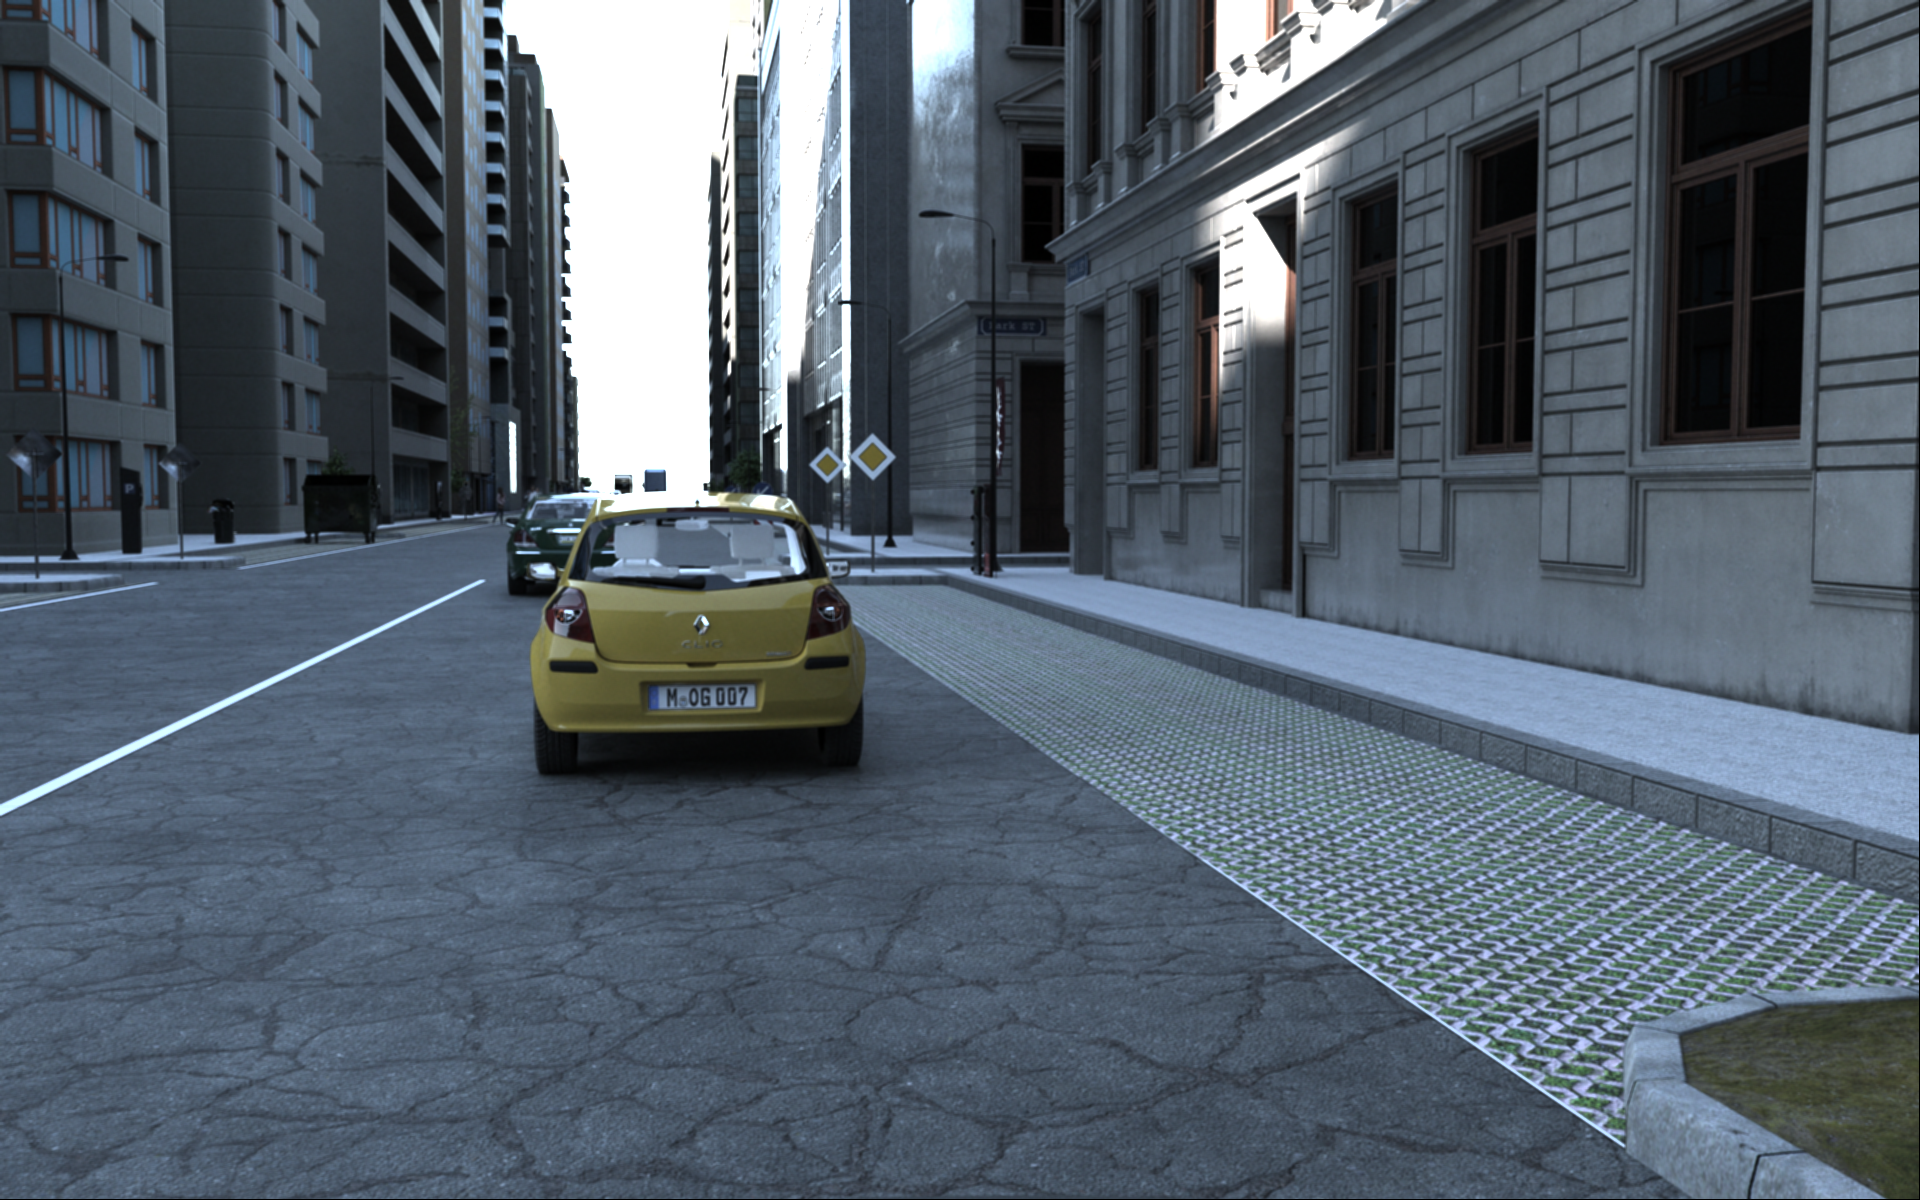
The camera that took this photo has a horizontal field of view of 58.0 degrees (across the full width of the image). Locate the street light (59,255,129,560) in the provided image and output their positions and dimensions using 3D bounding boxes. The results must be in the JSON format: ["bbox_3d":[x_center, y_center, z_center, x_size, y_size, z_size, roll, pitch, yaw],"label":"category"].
[{"bbox_3d":[-16.819,-3.738,33.654,1.470,5.913,1.316,-1,4,-10],"label":"street light"}]

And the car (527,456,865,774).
[{"bbox_3d":[-1.601,-0.011,10.400,2.015,1.641,3.980,-1,4,-10],"label":"car"}]

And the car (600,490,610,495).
[{"bbox_3d":[-34.870,-9.688,167.065,2.281,1.827,5.304,-1,4,-11],"label":"car"}]

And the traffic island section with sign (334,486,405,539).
[{"bbox_3d":[-19.149,-2.916,56.310,1.989,1.847,2.006,-1,4,-10],"label":"traffic island section with sign"}]

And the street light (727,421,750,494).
[{"bbox_3d":[-13.961,-8.416,110.144,1.470,5.913,1.316,-1,4,-10],"label":"street light"}]

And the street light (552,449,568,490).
[{"bbox_3d":[-41.384,-12.574,178.128,1.470,5.913,1.316,-1,4,-10],"label":"street light"}]

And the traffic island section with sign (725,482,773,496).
[{"bbox_3d":[-6.668,-2.977,57.294,1.989,1.847,2.006,-1,4,-10],"label":"traffic island section with sign"}]

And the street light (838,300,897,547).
[{"bbox_3d":[-2.227,-4.225,41.624,1.470,5.913,1.316,-1,4,-10],"label":"street light"}]

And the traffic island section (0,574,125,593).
[{"bbox_3d":[-14.017,-0.244,26.274,2.009,0.180,2.903,-1,4,-10],"label":"traffic island section"}]

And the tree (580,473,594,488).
[{"bbox_3d":[-57.549,-17.172,264.471,4.285,4.588,4.351,0,3,0],"label":"tree"}]

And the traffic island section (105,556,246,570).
[{"bbox_3d":[-15.359,-0.726,34.146,2.009,0.180,2.903,-1,4,-10],"label":"traffic island section"}]

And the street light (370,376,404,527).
[{"bbox_3d":[-22.639,-5.863,68.407,1.470,5.913,1.316,-1,4,-10],"label":"street light"}]

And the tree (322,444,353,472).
[{"bbox_3d":[-24.539,-4.481,67.867,1.663,3.219,1.824,0,3,0],"label":"tree"}]

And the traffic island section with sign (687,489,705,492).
[{"bbox_3d":[-24.272,-9.291,160.541,1.989,1.847,2.006,-1,4,-10],"label":"traffic island section with sign"}]

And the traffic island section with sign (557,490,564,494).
[{"bbox_3d":[-36.723,-9.219,159.360,1.989,1.847,2.006,-1,4,-10],"label":"traffic island section with sign"}]

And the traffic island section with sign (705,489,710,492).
[{"bbox_3d":[-11.198,-4.602,83.868,1.989,1.847,2.006,-1,4,-10],"label":"traffic island section with sign"}]

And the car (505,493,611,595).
[{"bbox_3d":[-5.835,-0.884,26.253,2.131,1.459,4.920,-1,4,-11],"label":"car"}]

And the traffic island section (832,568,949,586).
[{"bbox_3d":[-1.407,-0.375,28.411,2.009,0.180,2.903,-1,4,-10],"label":"traffic island section"}]

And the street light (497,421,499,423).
[{"bbox_3d":[-29.817,-8.382,109.581,1.470,5.913,1.316,-1,4,-10],"label":"street light"}]

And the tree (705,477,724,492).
[{"bbox_3d":[-28.462,-12.556,199.891,1.663,3.219,1.824,0,3,0],"label":"tree"}]

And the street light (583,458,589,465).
[{"bbox_3d":[-49.589,-15.501,225.974,1.470,5.913,1.316,-1,4,-10],"label":"street light"}]

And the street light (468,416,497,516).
[{"bbox_3d":[-28.591,-7.988,103.139,1.470,5.913,1.316,-1,4,-10],"label":"street light"}]

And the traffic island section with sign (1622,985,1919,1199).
[{"bbox_3d":[2.501,0.316,3.468,1.989,1.847,2.006,-1,4,-10],"label":"traffic island section with sign"}]

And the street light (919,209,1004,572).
[{"bbox_3d":[0.018,-3.424,28.527,1.470,5.913,1.316,-1,4,-10],"label":"street light"}]

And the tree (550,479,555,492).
[{"bbox_3d":[-43.624,-11.536,183.214,1.663,3.219,1.824,0,3,0],"label":"tree"}]

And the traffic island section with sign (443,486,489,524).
[{"bbox_3d":[-23.759,-4.567,83.297,1.989,1.847,2.006,-1,4,-10],"label":"traffic island section with sign"}]

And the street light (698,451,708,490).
[{"bbox_3d":[-28.829,-13.785,197.926,1.470,5.913,1.316,-1,4,-10],"label":"street light"}]

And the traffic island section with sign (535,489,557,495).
[{"bbox_3d":[-32.187,-7.594,132.788,1.989,1.847,2.006,-1,4,-10],"label":"traffic island section with sign"}]

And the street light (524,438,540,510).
[{"bbox_3d":[-35.561,-10.483,143.938,1.470,5.913,1.316,-1,4,-10],"label":"street light"}]

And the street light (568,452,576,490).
[{"bbox_3d":[-43.520,-13.369,191.116,1.470,5.913,1.316,-1,4,-10],"label":"street light"}]

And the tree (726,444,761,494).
[{"bbox_3d":[-13.580,-7.936,113.462,4.285,4.588,4.351,0,3,0],"label":"tree"}]

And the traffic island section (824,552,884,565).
[{"bbox_3d":[-2.748,-0.856,36.283,2.009,0.180,2.903,-1,4,-10],"label":"traffic island section"}]

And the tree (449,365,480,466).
[{"bbox_3d":[-29.127,-8.951,96.719,4.737,8.622,4.395,0,3,0],"label":"tree"}]

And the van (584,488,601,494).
[{"bbox_3d":[-24.089,-6.448,112.435,2.013,2.044,4.112,-1,4,-10],"label":"van"}]

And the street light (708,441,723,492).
[{"bbox_3d":[-20.960,-10.912,150.945,1.470,5.913,1.316,-1,4,-10],"label":"street light"}]

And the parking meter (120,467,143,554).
[{"bbox_3d":[-17.815,-1.930,37.263,0.399,1.863,0.255,-1,4,-15],"label":"parking meter"}]

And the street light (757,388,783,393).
[{"bbox_3d":[-8.182,-6.324,75.946,1.470,5.913,1.316,-1,4,-10],"label":"street light"}]

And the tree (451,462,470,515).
[{"bbox_3d":[-31.057,-6.834,106.342,1.663,3.219,1.824,0,3,0],"label":"tree"}]

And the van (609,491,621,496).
[{"bbox_3d":[-42.519,-12.599,212.999,2.013,2.044,4.112,-1,4,-8],"label":"van"}]
